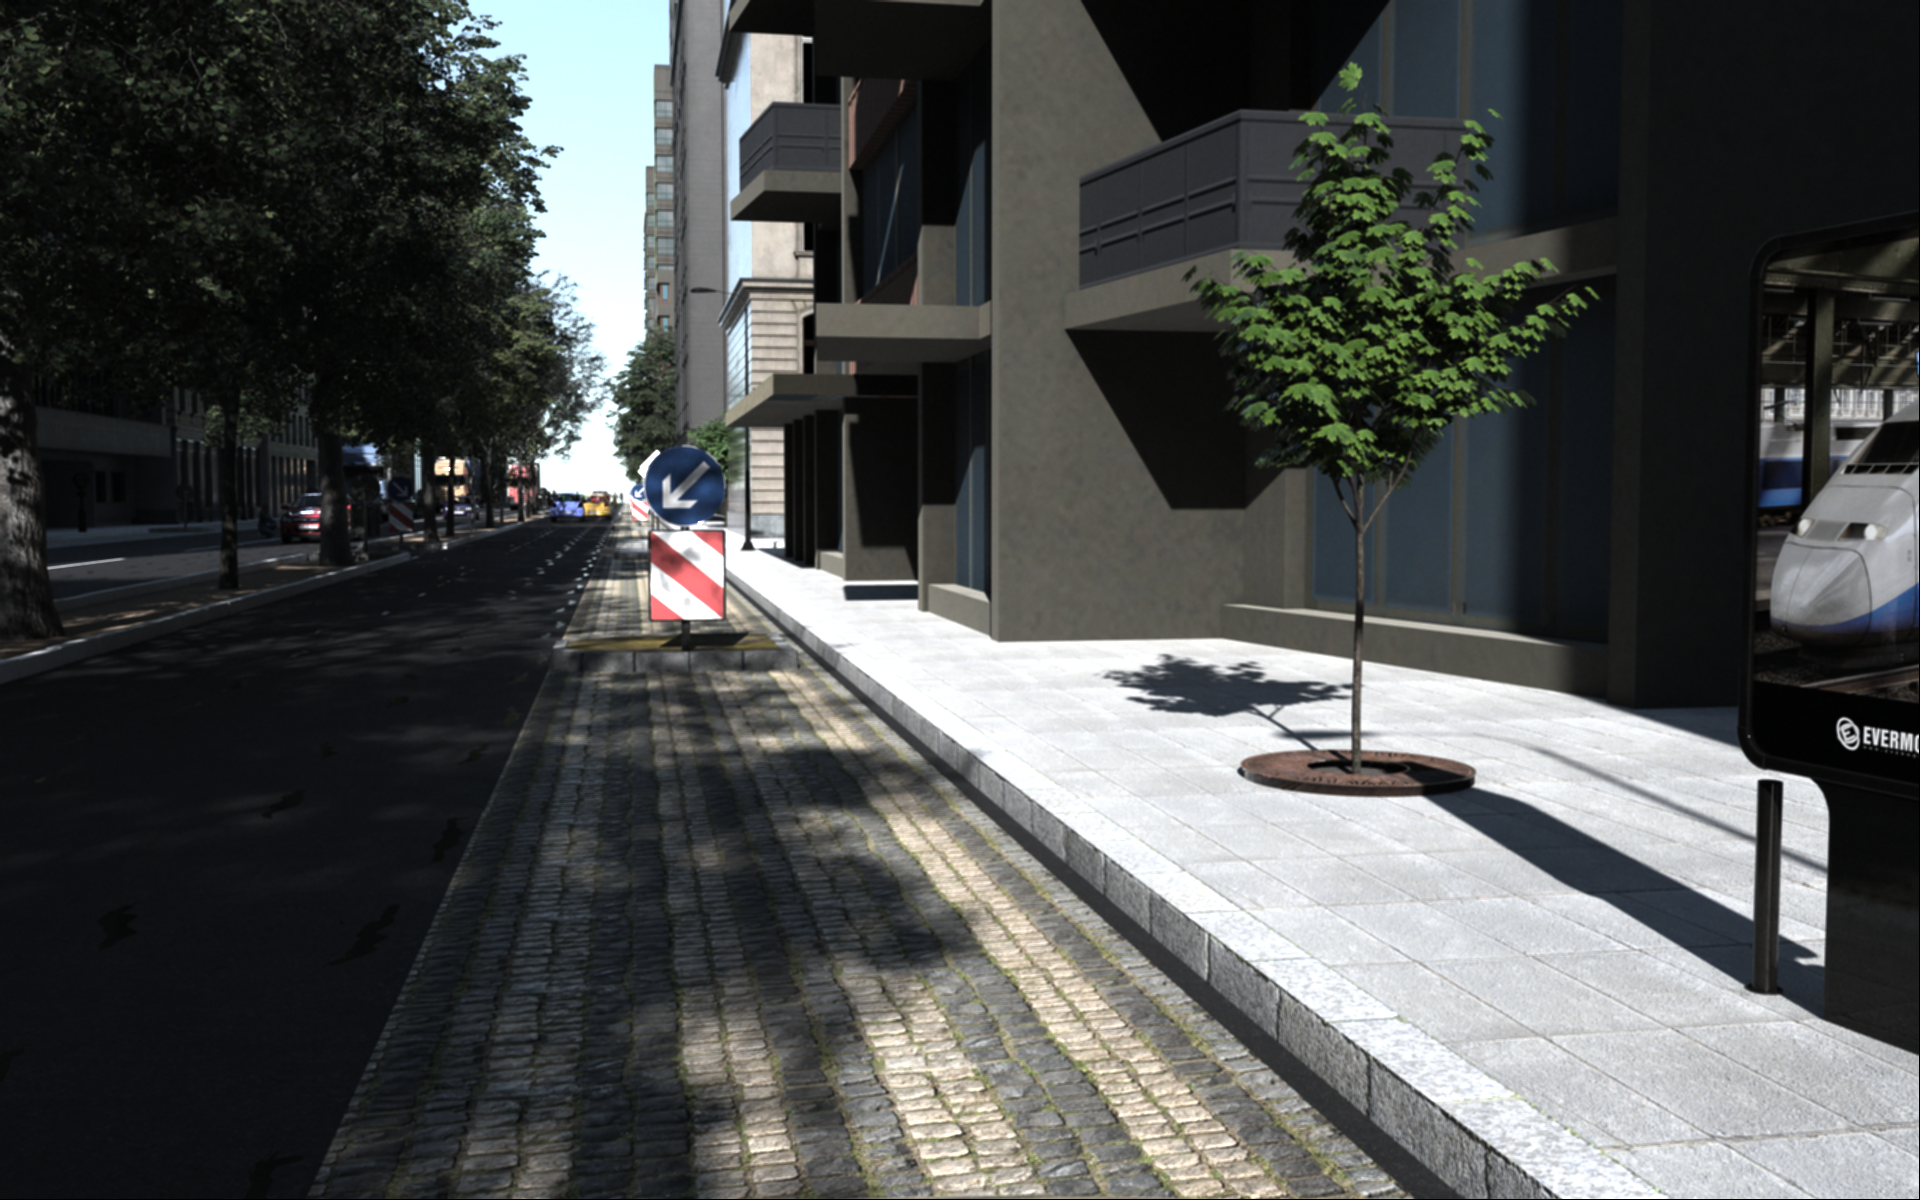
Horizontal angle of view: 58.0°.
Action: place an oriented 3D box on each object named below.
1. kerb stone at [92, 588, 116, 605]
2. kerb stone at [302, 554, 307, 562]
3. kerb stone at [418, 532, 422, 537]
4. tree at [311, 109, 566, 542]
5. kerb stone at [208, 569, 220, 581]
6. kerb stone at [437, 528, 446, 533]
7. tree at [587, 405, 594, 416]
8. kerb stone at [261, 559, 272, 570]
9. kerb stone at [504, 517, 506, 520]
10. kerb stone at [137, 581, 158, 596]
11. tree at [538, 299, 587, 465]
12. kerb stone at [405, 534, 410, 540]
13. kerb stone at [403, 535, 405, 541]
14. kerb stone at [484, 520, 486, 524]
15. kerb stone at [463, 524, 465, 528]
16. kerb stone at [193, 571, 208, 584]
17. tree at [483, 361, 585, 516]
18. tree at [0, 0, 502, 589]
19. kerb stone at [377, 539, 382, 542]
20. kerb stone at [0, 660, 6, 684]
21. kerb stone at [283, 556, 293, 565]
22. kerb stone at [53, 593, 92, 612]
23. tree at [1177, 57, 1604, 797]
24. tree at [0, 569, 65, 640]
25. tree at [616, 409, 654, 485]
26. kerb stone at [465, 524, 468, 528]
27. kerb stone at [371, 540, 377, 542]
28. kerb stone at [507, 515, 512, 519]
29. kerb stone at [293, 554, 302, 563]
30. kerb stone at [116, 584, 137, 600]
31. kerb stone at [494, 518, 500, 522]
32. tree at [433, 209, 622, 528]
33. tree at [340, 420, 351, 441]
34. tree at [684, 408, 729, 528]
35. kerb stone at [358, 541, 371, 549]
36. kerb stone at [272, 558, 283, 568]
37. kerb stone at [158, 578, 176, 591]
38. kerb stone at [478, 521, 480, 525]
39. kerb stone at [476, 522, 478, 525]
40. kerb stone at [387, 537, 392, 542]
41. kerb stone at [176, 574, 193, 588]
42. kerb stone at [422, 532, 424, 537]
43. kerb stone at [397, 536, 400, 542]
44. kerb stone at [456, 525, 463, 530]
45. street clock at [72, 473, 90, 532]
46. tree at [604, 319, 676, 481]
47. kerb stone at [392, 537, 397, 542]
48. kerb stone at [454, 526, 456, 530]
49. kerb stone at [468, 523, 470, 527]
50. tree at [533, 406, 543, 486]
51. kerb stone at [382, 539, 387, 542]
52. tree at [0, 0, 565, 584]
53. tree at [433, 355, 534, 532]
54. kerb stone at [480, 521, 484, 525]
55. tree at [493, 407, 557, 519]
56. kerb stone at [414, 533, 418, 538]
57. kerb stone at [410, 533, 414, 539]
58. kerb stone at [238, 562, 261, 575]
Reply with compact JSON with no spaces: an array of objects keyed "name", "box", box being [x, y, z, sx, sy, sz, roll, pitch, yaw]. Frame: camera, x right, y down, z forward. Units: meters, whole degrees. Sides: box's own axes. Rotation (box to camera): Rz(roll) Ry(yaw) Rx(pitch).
[{"name":"kerb stone","box":[-11.261,-0.025,22.606,0.120,0.150,1.000,-1,4,-11]},{"name":"kerb stone","box":[-13.961,-0.888,36.711,0.120,0.150,1.000,-1,4,-11]},{"name":"kerb stone","box":[-17.733,-2.090,56.375,0.120,0.150,1.000,-1,4,-11]},{"name":"tree","box":[-15.465,-7.943,50.456,7.486,12.596,7.792,0,3,0]},{"name":"kerb stone","box":[-12.411,-0.395,28.647,0.120,0.150,1.000,-1,4,-11]},{"name":"kerb stone","box":[-19.283,-2.584,64.441,0.120,0.150,1.000,-1,4,-11]},{"name":"tree","box":[-26.384,-10.302,105.310,8.767,10.594,7.601,-1,4,-11]},{"name":"kerb stone","box":[-13.189,-0.641,32.671,0.120,0.150,1.000,-1,4,-11]},{"name":"kerb stone","box":[-25.065,-4.431,94.643,0.120,0.150,1.000,-1,4,-11]},{"name":"kerb stone","box":[-11.643,-0.148,24.621,0.120,0.150,1.000,-1,4,-11]},{"name":"tree","box":[-17.215,-7.406,57.950,8.767,10.594,7.601,-1,4,-11]},{"name":"kerb stone","box":[-17.152,-1.905,53.353,0.120,0.150,1.000,-1,4,-11]},{"name":"kerb stone","box":[-16.961,-1.844,52.339,0.120,0.150,1.000,-1,4,-11]},{"name":"kerb stone","box":[-22.554,-3.625,81.537,0.120,0.150,1.000,-1,4,-11]},{"name":"kerb stone","box":[-20.630,-3.013,71.480,0.120,0.150,1.000,-1,4,-11]},{"name":"kerb stone","box":[-12.223,-0.333,27.642,0.120,0.150,1.000,-1,4,-11]},{"name":"tree","box":[-28.274,-11.384,114.333,9.928,11.665,9.643,0,3,0]},{"name":"tree","box":[-10.952,-5.413,25.373,8.767,10.594,7.601,-1,4,-11]},{"name":"kerb stone","box":[-15.996,-1.531,47.305,0.120,0.150,1.000,-1,4,-11]},{"name":"kerb stone","box":[-7.276,0.566,12.947,0.120,0.150,1.000,-1,4,-11]},{"name":"kerb stone","box":[-13.580,-0.761,34.694,0.120,0.150,1.000,-1,4,-11]},{"name":"kerb stone","box":[-11.074,0.048,21.601,0.120,0.150,1.000,-1,4,-11]},{"name":"tree","box":[1.723,-0.811,7.863,1.663,3.219,1.824,0,3,0]},{"name":"tree","box":[-9.232,-6.576,16.626,9.857,13.997,8.962,0,3,0]},{"name":"tree","box":[-35.510,-17.520,203.464,9.611,12.733,9.660,0,3,0]},{"name":"kerb stone","box":[-20.816,-3.075,72.488,0.120,0.150,1.000,-1,4,-11]},{"name":"kerb stone","box":[-15.801,-1.465,46.298,0.120,0.150,1.000,-1,4,-11]},{"name":"kerb stone","box":[-26.033,-4.739,99.671,0.120,0.150,1.000,-1,4,-11]},{"name":"kerb stone","box":[-13.776,-0.826,35.702,0.120,0.150,1.000,-1,4,-11]},{"name":"kerb stone","box":[-11.454,-0.086,23.610,0.120,0.150,1.000,-1,4,-11]},{"name":"kerb stone","box":[-24.684,-4.308,92.631,0.120,0.150,1.000,-1,4,-11]},{"name":"tree","box":[-19.673,-9.735,71.990,12.009,13.543,11.850,0,3,0]},{"name":"tree","box":[-41.857,-9.996,113.789,4.737,8.622,4.395,0,3,0]},{"name":"tree","box":[-9.068,-5.057,66.398,4.285,4.588,4.351,0,3,0]},{"name":"kerb stone","box":[-15.612,-1.412,45.290,0.120,0.150,1.000,-1,4,-11]},{"name":"kerb stone","box":[-13.387,-0.703,33.690,0.120,0.150,1.000,-1,4,-11]},{"name":"kerb stone","box":[-11.838,-0.209,25.634,0.120,0.150,1.000,-1,4,-11]},{"name":"kerb stone","box":[-21.984,-3.441,78.524,0.120,0.150,1.000,-1,4,-11]},{"name":"kerb stone","box":[-21.782,-3.383,77.508,0.120,0.150,1.000,-1,4,-11]},{"name":"kerb stone","box":[-16.378,-1.656,49.320,0.120,0.150,1.000,-1,4,-11]},{"name":"kerb stone","box":[-12.024,-0.264,26.640,0.120,0.150,1.000,-1,4,-11]},{"name":"kerb stone","box":[-17.926,-2.152,57.385,0.120,0.150,1.000,-1,4,-11]},{"name":"kerb stone","box":[-16.769,-1.782,51.332,0.120,0.150,1.000,-1,4,-11]},{"name":"kerb stone","box":[-20.435,-2.948,70.472,0.120,0.150,1.000,-1,4,-11]},{"name":"street clock","box":[-29.592,-3.289,58.350,0.358,2.002,0.471,3,4,37]},{"name":"tree","box":[-21.550,-13.535,127.954,9.857,13.997,8.962,0,3,0]},{"name":"kerb stone","box":[-16.571,-1.717,50.324,0.120,0.150,1.000,-1,4,-11]},{"name":"kerb stone","box":[-19.855,-2.768,67.459,0.120,0.150,1.000,-1,4,-11]},{"name":"kerb stone","box":[-21.011,-3.135,73.492,0.120,0.150,1.000,-1,4,-11]},{"name":"tree","box":[-21.297,-7.794,80.248,4.360,8.622,3.978,0,3,0]},{"name":"kerb stone","box":[-16.184,-1.597,48.309,0.120,0.150,1.000,-1,4,-11]},{"name":"tree","box":[-12.384,-7.636,33.968,9.857,13.997,8.962,0,3,0]},{"name":"tree","box":[-18.073,-6.802,64.025,4.360,8.622,3.978,0,3,0]},{"name":"kerb stone","box":[-22.359,-3.568,80.534,0.120,0.150,1.000,-1,4,-11]},{"name":"tree","box":[-24.662,-8.849,97.507,4.737,8.622,4.395,0,3,0]},{"name":"kerb stone","box":[-17.534,-2.026,55.367,0.120,0.150,1.000,-1,4,-11]},{"name":"kerb stone","box":[-17.346,-1.967,54.356,0.120,0.150,1.000,-1,4,-11]},{"name":"kerb stone","box":[-12.998,-0.579,31.663,0.120,0.150,1.000,-1,4,-11]}]
